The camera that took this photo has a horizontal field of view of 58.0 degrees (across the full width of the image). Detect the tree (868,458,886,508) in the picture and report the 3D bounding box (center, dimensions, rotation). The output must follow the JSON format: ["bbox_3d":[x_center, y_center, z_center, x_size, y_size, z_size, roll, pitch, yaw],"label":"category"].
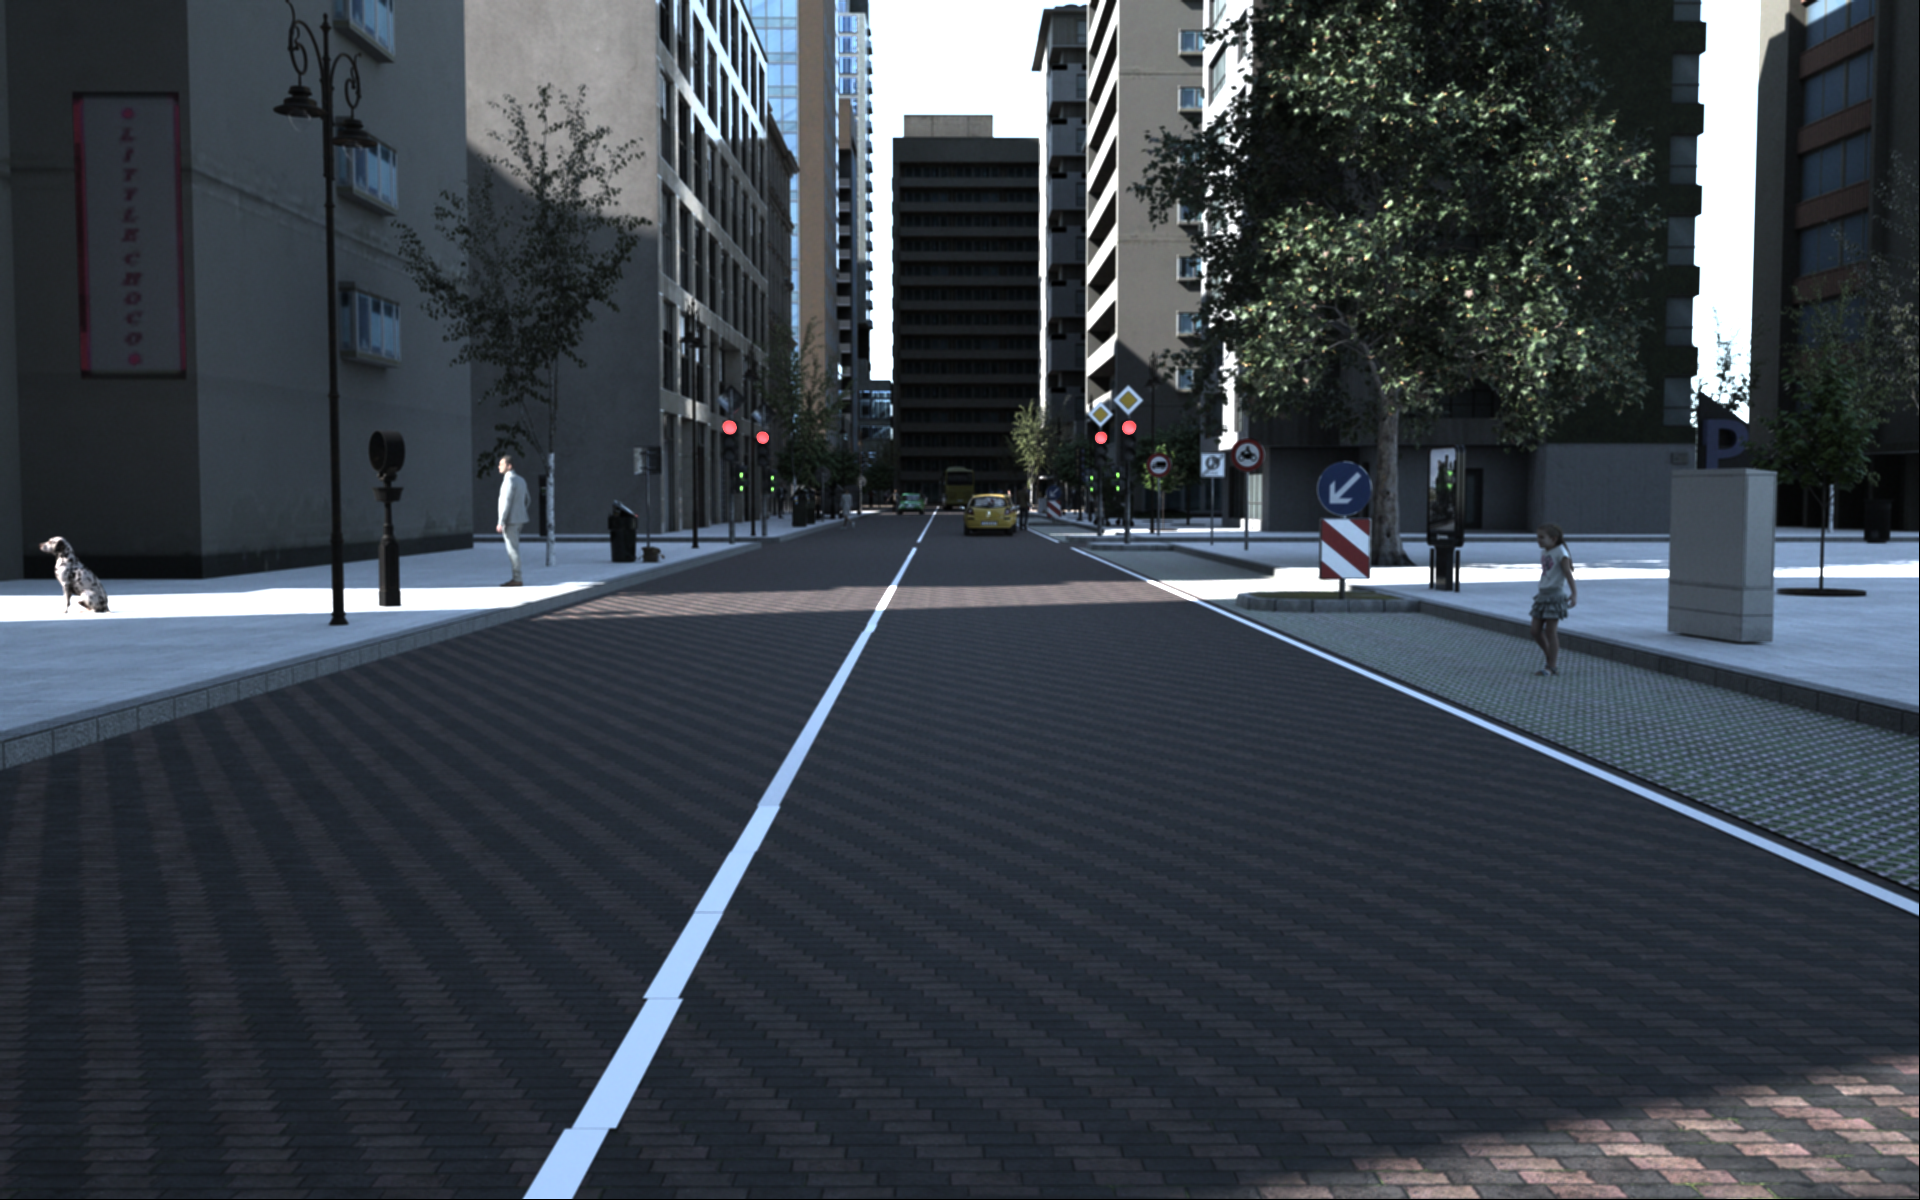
[{"bbox_3d":[-7.754,-7.769,110.734,4.285,4.588,4.351,0,3,0],"label":"tree"}]

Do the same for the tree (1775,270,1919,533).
[{"bbox_3d":[28.843,-6.506,56.728,4.737,8.622,4.395,0,3,0],"label":"tree"}]

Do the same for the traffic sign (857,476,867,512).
[{"bbox_3d":[-6.933,-7.428,121.550,0.768,2.556,0.104,0,4,2],"label":"traffic sign"}]

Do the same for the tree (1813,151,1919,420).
[{"bbox_3d":[20.332,-5.243,36.082,4.360,8.622,3.978,0,3,0],"label":"tree"}]

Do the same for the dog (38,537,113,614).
[{"bbox_3d":[-9.397,-0.260,18.630,0.800,0.831,0.513,1,4,21],"label":"dog"}]

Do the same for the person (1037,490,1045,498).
[{"bbox_3d":[9.473,-12.028,202.799,1.348,1.812,0.705,3,5,44],"label":"person"}]

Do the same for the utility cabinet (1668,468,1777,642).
[{"bbox_3d":[6.732,-0.405,15.309,0.318,1.500,1.173,0,4,-7],"label":"utility cabinet"}]

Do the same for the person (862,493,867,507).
[{"bbox_3d":[-10.148,-10.404,176.224,1.350,1.814,0.705,1,4,17],"label":"person"}]

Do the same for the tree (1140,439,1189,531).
[{"bbox_3d":[7.221,-4.030,60.489,1.663,3.219,1.824,0,3,0],"label":"tree"}]

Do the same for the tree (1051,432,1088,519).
[{"bbox_3d":[6.451,-6.580,91.291,4.285,4.588,4.351,0,3,0],"label":"tree"}]

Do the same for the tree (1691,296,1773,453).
[{"bbox_3d":[28.259,-7.004,64.883,4.360,8.622,3.978,0,3,0],"label":"tree"}]

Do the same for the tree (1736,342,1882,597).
[{"bbox_3d":[11.110,-1.687,22.189,1.663,3.219,1.824,0,3,0],"label":"tree"}]

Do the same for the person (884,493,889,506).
[{"bbox_3d":[-8.147,-11.165,191.820,0.697,1.427,0.421,-3,5,-44],"label":"person"}]

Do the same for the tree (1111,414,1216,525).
[{"bbox_3d":[9.342,-5.356,71.284,4.285,4.588,4.351,0,3,0],"label":"tree"}]

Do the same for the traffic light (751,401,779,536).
[{"bbox_3d":[-5.925,-3.889,52.508,0.839,4.253,0.868,0,4,0],"label":"traffic light"}]

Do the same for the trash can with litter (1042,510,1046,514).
[{"bbox_3d":[5.742,-6.161,112.117,1.055,1.170,0.624,3,5,44],"label":"trash can with litter"}]

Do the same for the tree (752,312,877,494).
[{"bbox_3d":[-6.539,-7.368,70.827,4.737,8.622,4.395,0,3,0],"label":"tree"}]

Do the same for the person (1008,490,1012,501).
[{"bbox_3d":[3.737,-7.702,134.963,0.750,1.759,0.617,2,4,35],"label":"person"}]

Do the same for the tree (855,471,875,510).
[{"bbox_3d":[-7.834,-9.101,143.397,1.663,3.219,1.824,0,3,0],"label":"tree"}]

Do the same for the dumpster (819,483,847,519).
[{"bbox_3d":[-6.713,-5.163,90.178,1.264,1.857,1.865,0,4,-1],"label":"dumpster"}]

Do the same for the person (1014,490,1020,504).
[{"bbox_3d":[6.303,-10.865,184.199,1.217,1.766,0.721,0,4,7],"label":"person"}]

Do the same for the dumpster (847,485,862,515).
[{"bbox_3d":[-6.735,-6.174,106.703,1.264,1.857,1.865,0,4,0],"label":"dumpster"}]

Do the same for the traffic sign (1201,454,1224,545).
[{"bbox_3d":[6.319,-2.524,43.398,0.606,2.300,0.079,0,4,3],"label":"traffic sign"}]

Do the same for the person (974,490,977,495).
[{"bbox_3d":[1.399,-9.524,164.229,1.348,1.822,0.705,1,4,14],"label":"person"}]

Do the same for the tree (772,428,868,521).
[{"bbox_3d":[-7.351,-6.115,83.699,4.285,4.588,4.351,0,3,0],"label":"tree"}]

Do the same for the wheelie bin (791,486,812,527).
[{"bbox_3d":[-6.279,-3.675,67.989,0.693,1.594,0.980,0,4,-2],"label":"wheelie bin"}]

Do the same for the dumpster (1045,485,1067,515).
[{"bbox_3d":[5.919,-6.152,106.337,1.264,1.857,1.865,0,4,0],"label":"dumpster"}]

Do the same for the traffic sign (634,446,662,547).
[{"bbox_3d":[-6.640,-2.124,36.855,0.606,2.300,0.079,0,4,6],"label":"traffic sign"}]

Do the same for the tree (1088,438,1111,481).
[{"bbox_3d":[9.137,-5.914,80.403,4.285,4.588,4.351,0,3,0],"label":"tree"}]

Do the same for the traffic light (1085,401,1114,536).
[{"bbox_3d":[4.236,-3.895,52.608,0.839,4.253,0.868,0,4,0],"label":"traffic light"}]

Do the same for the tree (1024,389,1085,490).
[{"bbox_3d":[6.732,-10.414,120.625,4.360,8.622,3.978,0,3,0],"label":"tree"}]

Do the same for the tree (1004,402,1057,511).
[{"bbox_3d":[5.925,-11.633,140.565,4.737,8.622,4.395,0,3,0],"label":"tree"}]

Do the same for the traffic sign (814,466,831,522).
[{"bbox_3d":[-6.309,-4.861,79.591,0.768,2.556,0.104,0,4,4],"label":"traffic sign"}]

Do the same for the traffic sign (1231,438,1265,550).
[{"bbox_3d":[6.544,-2.410,39.504,0.768,2.556,0.104,0,4,3],"label":"traffic sign"}]

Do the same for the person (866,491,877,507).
[{"bbox_3d":[-8.499,-9.768,165.693,1.348,1.831,0.705,2,4,35],"label":"person"}]

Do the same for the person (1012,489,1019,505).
[{"bbox_3d":[6.099,-10.983,185.546,1.348,1.831,0.705,1,4,20],"label":"person"}]

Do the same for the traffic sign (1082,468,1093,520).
[{"bbox_3d":[6.301,-5.170,84.636,0.768,2.556,0.104,1,4,8],"label":"traffic sign"}]

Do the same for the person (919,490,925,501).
[{"bbox_3d":[-3.515,-8.685,151.053,0.990,1.755,0.434,0,4,-8],"label":"person"}]

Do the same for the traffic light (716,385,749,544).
[{"bbox_3d":[-5.859,-3.401,44.523,0.839,4.253,0.868,0,4,0],"label":"traffic light"}]

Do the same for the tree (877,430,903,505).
[{"bbox_3d":[-8.697,-15.161,198.240,4.737,8.622,4.395,0,3,0],"label":"tree"}]

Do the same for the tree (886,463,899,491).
[{"bbox_3d":[-7.122,-10.455,154.650,4.285,4.588,4.351,0,3,0],"label":"tree"}]

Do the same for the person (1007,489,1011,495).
[{"bbox_3d":[5.620,-11.985,201.862,0.599,1.838,0.709,1,4,22],"label":"person"}]

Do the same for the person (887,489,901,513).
[{"bbox_3d":[-4.911,-7.533,131.675,1.348,1.823,0.705,-1,4,-23],"label":"person"}]

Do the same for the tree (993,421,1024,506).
[{"bbox_3d":[5.468,-13.660,173.709,4.360,8.622,3.978,0,3,0],"label":"tree"}]

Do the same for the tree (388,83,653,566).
[{"bbox_3d":[-7.538,-4.916,30.735,4.360,8.622,3.978,0,3,0],"label":"tree"}]

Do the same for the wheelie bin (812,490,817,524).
[{"bbox_3d":[-6.519,-4.056,74.223,0.693,1.594,0.980,-1,4,-22],"label":"wheelie bin"}]

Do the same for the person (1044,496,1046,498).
[{"bbox_3d":[6.611,-7.446,130.973,0.799,1.438,0.628,2,4,31],"label":"person"}]

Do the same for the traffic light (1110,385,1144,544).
[{"bbox_3d":[4.302,-3.407,44.623,0.839,4.253,0.868,0,4,0],"label":"traffic light"}]

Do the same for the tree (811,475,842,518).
[{"bbox_3d":[-7.353,-5.986,92.476,1.663,3.219,1.824,0,3,0],"label":"tree"}]

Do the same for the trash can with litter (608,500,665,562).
[{"bbox_3d":[-6.110,-1.304,32.704,1.055,1.170,0.624,0,4,-1],"label":"trash can with litter"}]

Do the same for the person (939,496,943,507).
[{"bbox_3d":[-1.845,-11.446,195.777,0.705,1.807,1.348,-3,4,-38],"label":"person"}]

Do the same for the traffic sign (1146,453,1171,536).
[{"bbox_3d":[6.114,-3.253,53.293,0.768,2.556,0.104,0,4,7],"label":"traffic sign"}]

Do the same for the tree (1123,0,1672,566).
[{"bbox_3d":[7.739,-6.960,30.798,9.611,12.733,9.660,0,3,0],"label":"tree"}]
